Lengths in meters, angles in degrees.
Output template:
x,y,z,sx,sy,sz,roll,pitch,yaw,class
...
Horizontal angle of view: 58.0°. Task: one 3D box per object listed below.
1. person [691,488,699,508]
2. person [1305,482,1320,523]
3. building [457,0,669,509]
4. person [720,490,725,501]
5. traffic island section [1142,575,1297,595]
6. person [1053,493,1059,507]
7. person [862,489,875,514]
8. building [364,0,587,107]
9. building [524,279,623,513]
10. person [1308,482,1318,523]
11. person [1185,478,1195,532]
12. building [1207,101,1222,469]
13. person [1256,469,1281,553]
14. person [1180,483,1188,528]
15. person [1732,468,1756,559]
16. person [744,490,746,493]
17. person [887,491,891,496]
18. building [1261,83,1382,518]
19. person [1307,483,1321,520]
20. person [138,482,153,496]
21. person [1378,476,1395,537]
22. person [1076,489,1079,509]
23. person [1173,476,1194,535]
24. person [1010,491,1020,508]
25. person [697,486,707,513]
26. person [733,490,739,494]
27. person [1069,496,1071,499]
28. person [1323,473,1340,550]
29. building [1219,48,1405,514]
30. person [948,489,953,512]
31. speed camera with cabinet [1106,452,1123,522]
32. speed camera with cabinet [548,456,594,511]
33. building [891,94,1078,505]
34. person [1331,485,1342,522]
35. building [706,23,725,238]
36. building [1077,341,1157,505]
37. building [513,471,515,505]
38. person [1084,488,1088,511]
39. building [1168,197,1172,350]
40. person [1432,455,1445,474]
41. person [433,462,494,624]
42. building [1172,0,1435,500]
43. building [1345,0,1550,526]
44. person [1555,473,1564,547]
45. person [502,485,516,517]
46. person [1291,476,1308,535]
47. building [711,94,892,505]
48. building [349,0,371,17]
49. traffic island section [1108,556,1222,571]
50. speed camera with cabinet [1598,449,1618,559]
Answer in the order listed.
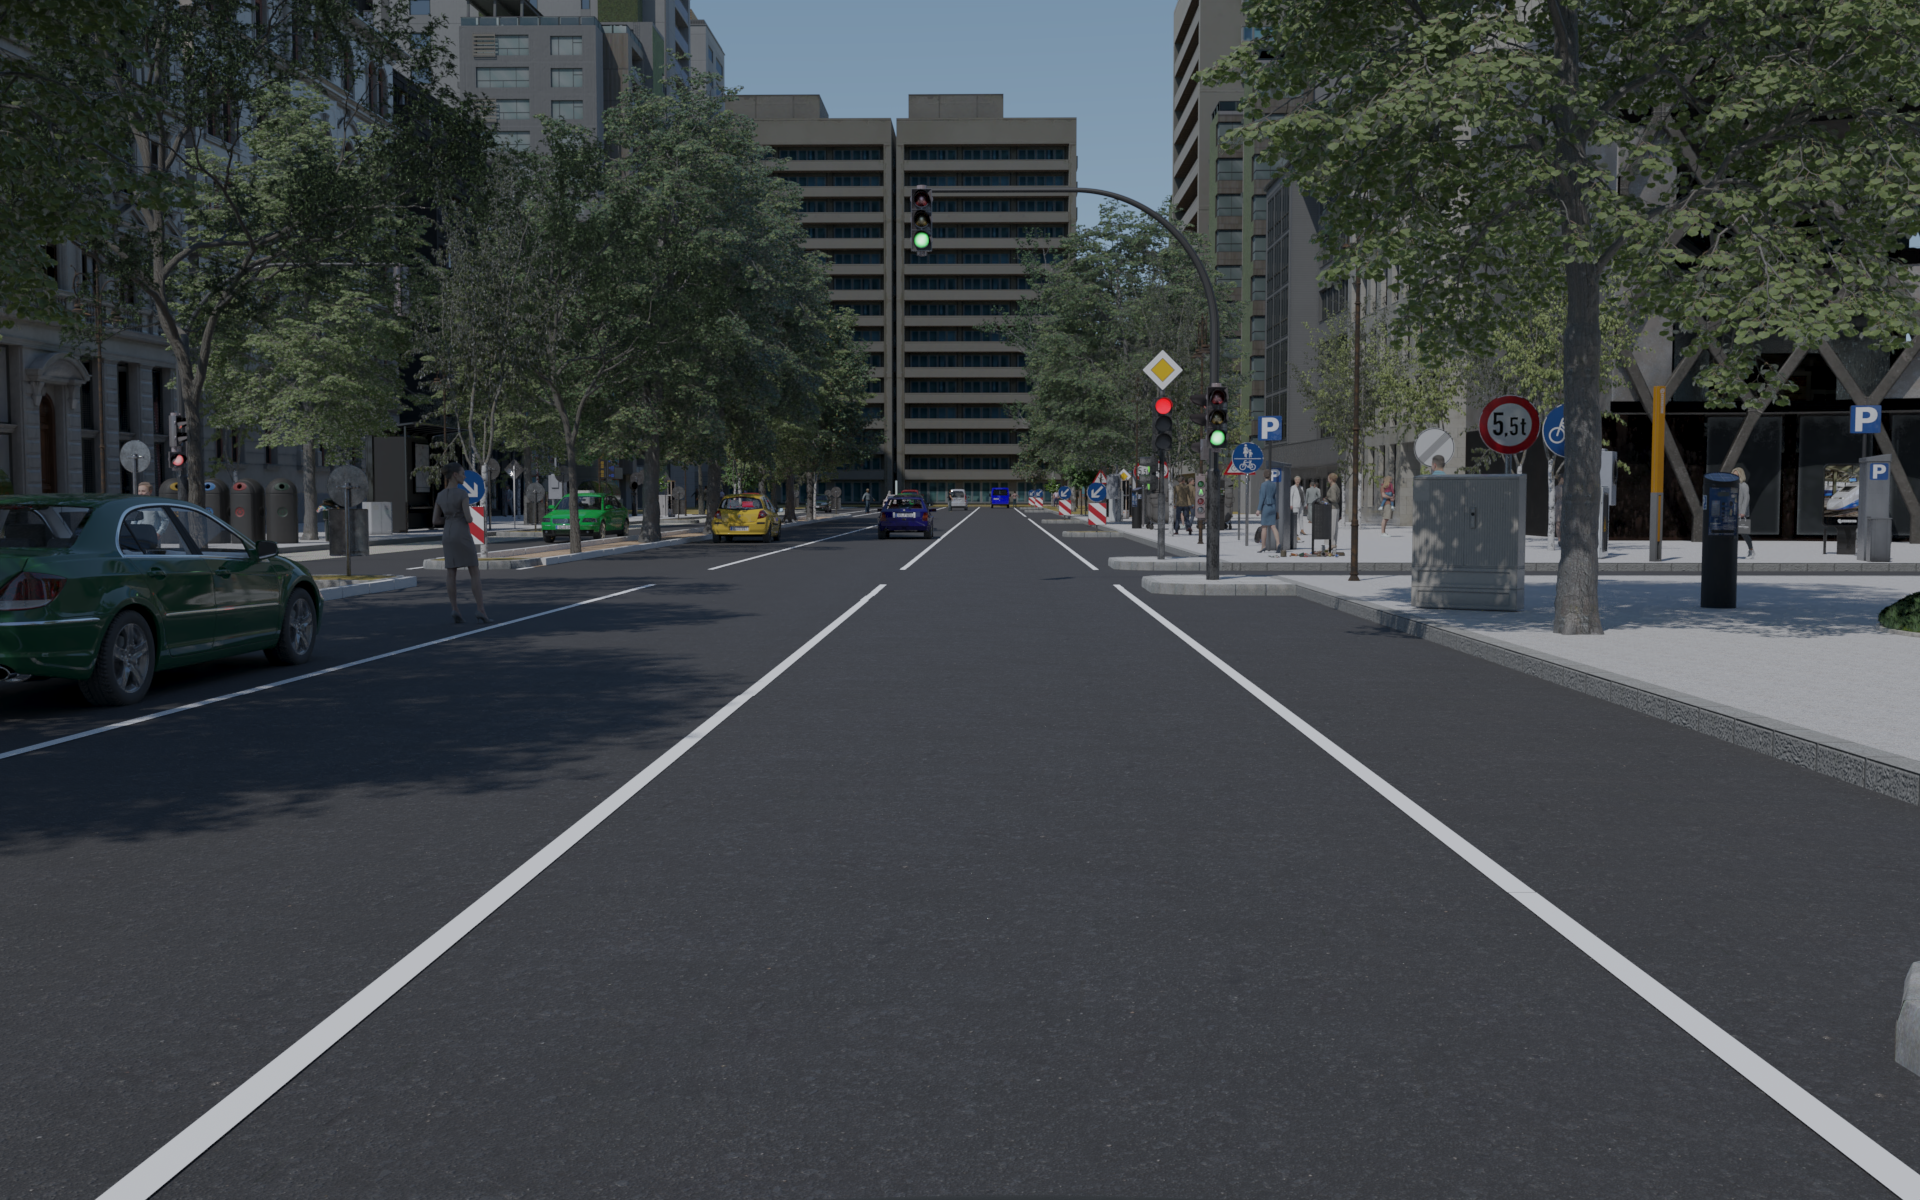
x,y,z,sx,sy,sz,roll,pitch,yaw,class
-24.820,-9.632,163.550,1.348,1.821,0.705,-2,4,-34,person
15.507,-4.279,76.108,0.635,1.810,0.391,0,4,-1,person
-32.998,-28.270,145.814,14.154,41.232,14.086,0,4,1,building
-23.003,-9.830,167.693,0.756,1.711,0.436,3,5,40,person
3.795,-0.223,25.935,2.009,0.180,2.903,0,4,1,traffic island section
9.571,-10.103,172.172,0.756,1.711,0.436,2,4,35,person
-6.750,-7.238,126.916,0.705,1.814,1.350,3,4,38,person
-39.966,-37.983,163.021,28.212,58.520,21.231,0,4,1,building
-41.349,-17.131,125.131,27.650,21.520,28.899,0,4,1,building
15.627,-4.308,76.658,0.511,1.800,0.466,-1,4,-16,person
7.866,-3.252,59.129,0.656,1.842,0.836,1,4,9,person
25.491,-21.948,130.556,14.160,30.474,14.107,0,4,1,building
6.704,-1.928,37.596,0.581,1.822,0.654,-1,4,-23,person
8.490,-3.565,65.333,0.522,1.701,0.512,0,4,2,person
15.363,-1.703,34.077,0.728,1.800,0.709,-1,4,-8,person
-21.716,-10.401,175.968,0.599,1.838,0.709,-3,4,-37,person
-6.699,-9.635,166.770,0.721,1.736,1.217,2,4,32,person
25.647,-16.790,93.586,14.314,24.678,30.058,0,4,1,building
17.267,-4.800,84.368,0.795,1.843,0.661,-3,5,-42,person
-11.606,-0.883,24.756,0.589,1.601,0.330,1,4,16,person
12.747,-2.794,51.699,0.573,1.828,0.580,-1,4,-15,person
9.796,-8.607,146.401,0.705,1.869,1.348,-1,4,-21,person
7.019,-2.964,54.416,0.656,1.842,0.836,-2,4,-31,person
5.623,-10.362,178.619,1.217,1.736,0.721,-1,4,-20,person
-16.353,-6.458,111.654,1.348,1.821,0.705,1,4,9,person
-22.523,-10.256,174.538,0.445,1.727,0.742,3,5,43,person
12.421,-11.090,190.371,0.990,1.755,0.434,0,4,2,person
8.451,-2.010,39.456,0.362,1.759,0.519,2,4,26,person
25.679,-21.068,116.158,14.160,30.474,14.107,0,4,1,building
-0.778,-8.065,140.370,0.705,1.822,1.348,-1,4,-11,person
7.213,-5.282,80.700,0.660,3.252,2.038,1,4,12,speed camera with cabinet
-17.982,-5.250,80.181,2.038,3.252,0.660,1,4,12,speed camera with cabinet
3.292,-36.068,213.407,21.600,48.544,21.300,0,4,1,building
17.024,-4.452,78.748,0.836,1.842,0.656,-2,4,-30,person
-43.511,-41.151,214.823,28.212,58.520,21.231,0,4,1,building
28.678,-22.734,216.736,28.899,21.520,27.650,0,4,1,building
-69.831,-32.329,220.451,23.993,40.220,32.217,0,4,1,building
9.455,-7.601,130.338,0.705,1.822,1.348,0,4,1,person
26.796,-24.149,166.540,14.160,30.474,14.107,0,4,1,building
6.765,-1.147,24.660,0.748,1.841,0.638,-2,4,-31,person
-5.523,-0.635,19.228,0.599,1.781,0.374,1,4,22,person
29.850,-32.067,147.995,21.300,48.544,21.600,0,4,1,building
22.686,-13.187,70.360,10.420,20.320,16.860,0,4,1,building
14.696,-2.186,42.126,0.374,1.781,0.599,-2,4,-32,person
-25.219,-5.537,96.851,0.678,1.792,0.850,2,4,32,person
10.471,-2.942,54.028,0.818,1.842,0.514,2,4,32,person
-18.312,-36.086,213.707,21.600,48.544,21.300,0,4,1,building
-64.683,-44.347,163.322,20.611,71.187,20.563,0,4,1,building
3.960,-0.712,33.918,2.009,0.180,2.903,0,4,1,traffic island section
12.831,-2.484,34.951,0.660,3.252,2.038,2,4,28,speed camera with cabinet
